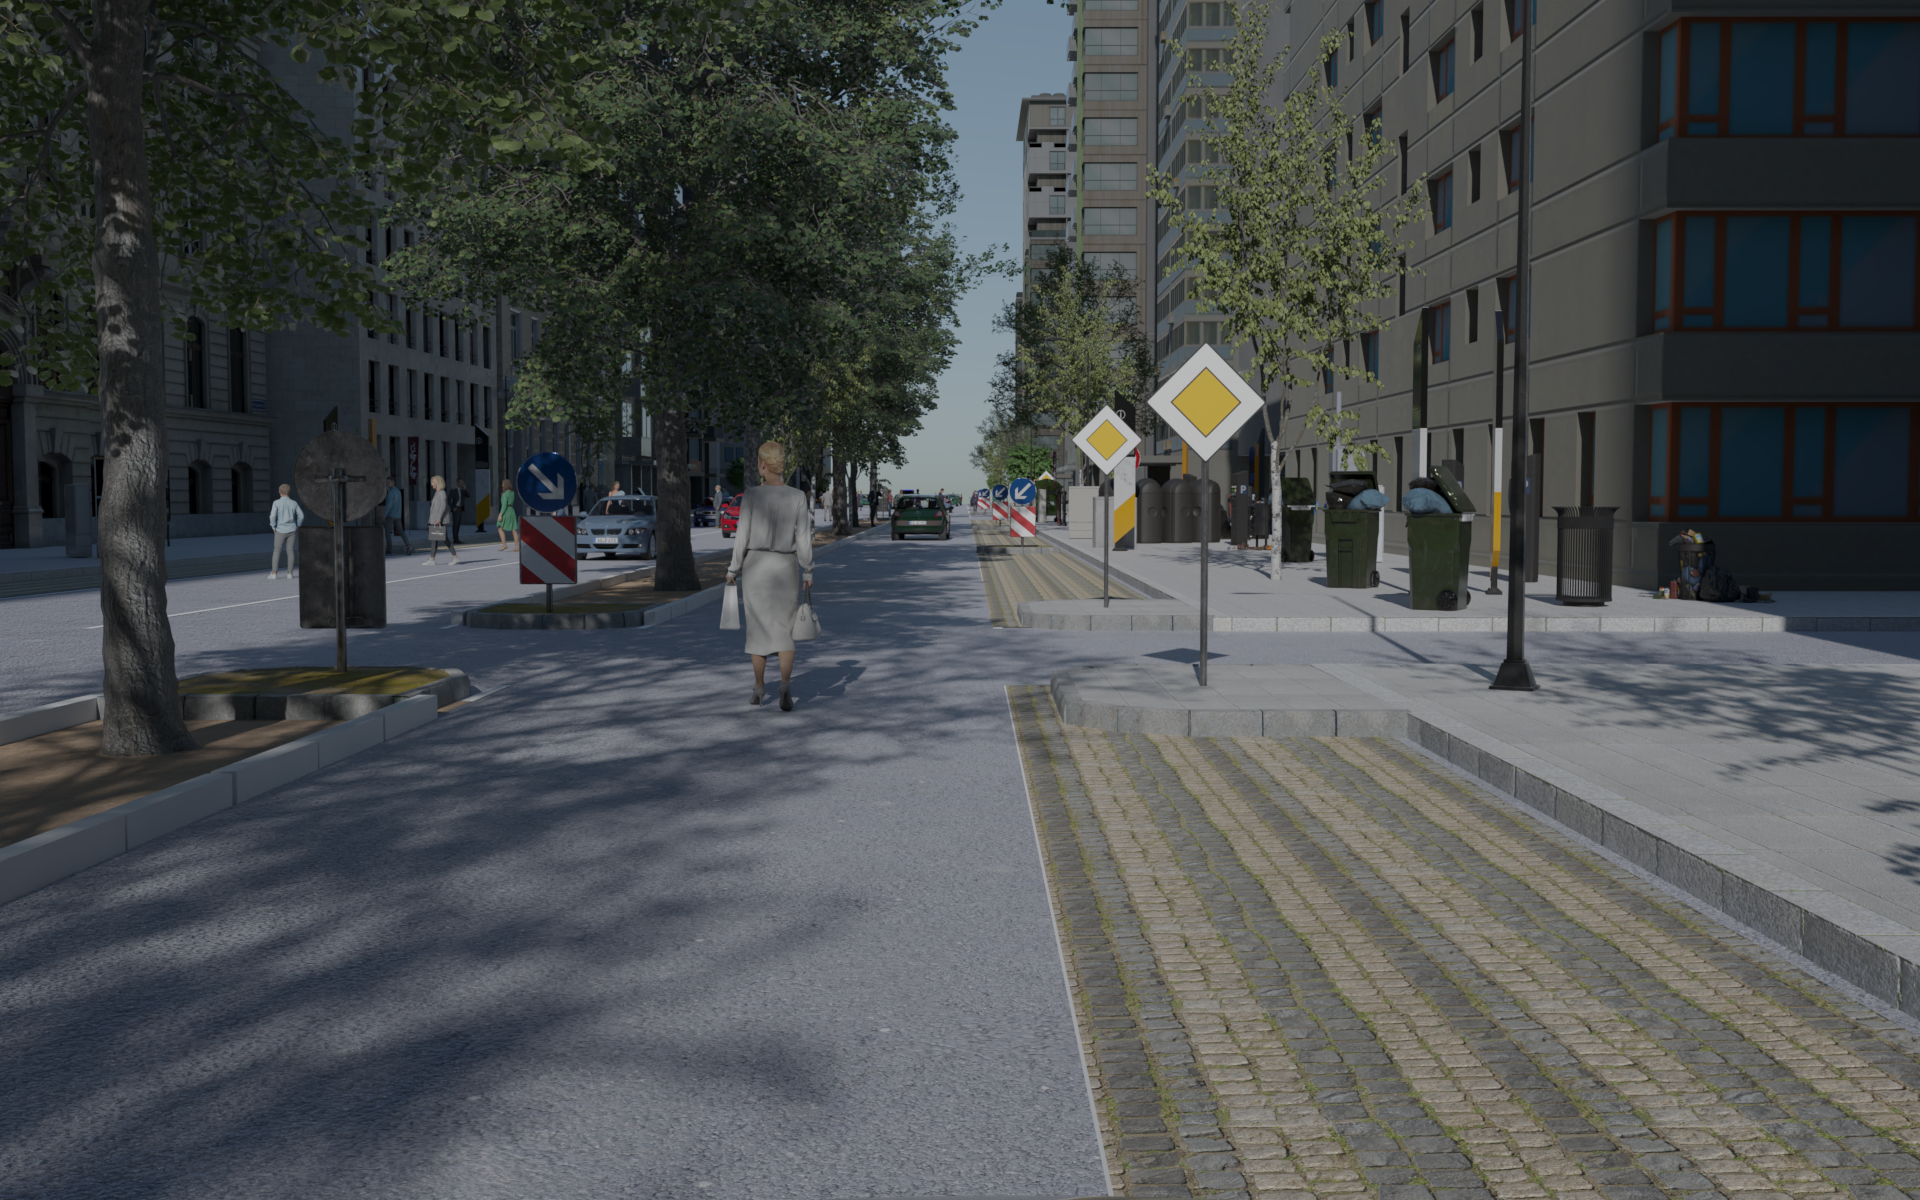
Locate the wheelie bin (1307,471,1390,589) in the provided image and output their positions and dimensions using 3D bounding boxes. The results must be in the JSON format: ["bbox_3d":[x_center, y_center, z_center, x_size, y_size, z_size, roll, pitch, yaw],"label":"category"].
[{"bbox_3d":[5.383,-0.965,23.679,0.980,1.594,0.693,2,4,31],"label":"wheelie bin"}]

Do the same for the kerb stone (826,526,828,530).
[{"bbox_3d":[-5.340,-2.771,67.525,0.120,0.150,1.000,0,4,0],"label":"kerb stone"}]

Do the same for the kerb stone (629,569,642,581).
[{"bbox_3d":[-5.446,-0.389,28.583,0.120,0.150,1.000,0,4,0],"label":"kerb stone"}]

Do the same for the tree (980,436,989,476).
[{"bbox_3d":[4.210,-13.059,163.871,4.737,8.622,4.395,0,3,0],"label":"tree"}]

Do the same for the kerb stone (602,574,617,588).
[{"bbox_3d":[-5.449,-0.263,26.524,0.120,0.150,1.000,0,4,0],"label":"kerb stone"}]

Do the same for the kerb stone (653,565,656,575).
[{"bbox_3d":[-5.441,-0.516,30.632,0.120,0.150,1.000,0,4,0],"label":"kerb stone"}]

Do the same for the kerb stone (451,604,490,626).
[{"bbox_3d":[-5.473,0.174,19.345,0.120,0.150,1.000,0,4,0],"label":"kerb stone"}]

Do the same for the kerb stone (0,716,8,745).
[{"bbox_3d":[-5.493,0.776,9.559,0.120,0.150,1.000,0,4,0],"label":"kerb stone"}]

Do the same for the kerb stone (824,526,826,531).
[{"bbox_3d":[-5.346,-2.707,66.495,0.120,0.150,1.000,0,4,0],"label":"kerb stone"}]

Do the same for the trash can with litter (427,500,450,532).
[{"bbox_3d":[-17.654,-2.888,58.610,0.624,1.170,1.055,0,4,-4],"label":"trash can with litter"}]

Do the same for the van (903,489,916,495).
[{"bbox_3d":[-6.755,-13.473,224.665,2.240,2.365,5.245,0,4,1],"label":"van"}]

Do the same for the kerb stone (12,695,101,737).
[{"bbox_3d":[-5.505,0.711,10.581,0.120,0.150,1.000,0,4,0],"label":"kerb stone"}]

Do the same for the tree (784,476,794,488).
[{"bbox_3d":[-16.228,-10.030,158.593,1.663,3.219,1.824,0,3,0],"label":"tree"}]

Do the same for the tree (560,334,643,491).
[{"bbox_3d":[-16.125,-7.670,75.772,4.737,8.622,4.395,0,3,0],"label":"tree"}]

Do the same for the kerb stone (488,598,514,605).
[{"bbox_3d":[-5.468,0.111,20.376,0.120,0.150,1.000,0,4,0],"label":"kerb stone"}]

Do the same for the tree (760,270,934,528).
[{"bbox_3d":[-4.605,-8.901,73.749,9.928,11.665,9.643,0,3,0],"label":"tree"}]

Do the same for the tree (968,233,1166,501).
[{"bbox_3d":[4.272,-7.829,62.420,7.601,10.594,8.767,0,4,6],"label":"tree"}]

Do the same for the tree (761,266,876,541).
[{"bbox_3d":[-4.470,-6.068,52.032,4.737,8.622,4.395,0,3,0],"label":"tree"}]

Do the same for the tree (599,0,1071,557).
[{"bbox_3d":[-3.445,-10.959,37.533,12.611,20.169,13.585,0,3,0],"label":"tree"}]

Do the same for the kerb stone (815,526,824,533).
[{"bbox_3d":[-5.347,-2.647,65.467,0.120,0.150,1.000,0,4,0],"label":"kerb stone"}]

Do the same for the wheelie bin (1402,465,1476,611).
[{"bbox_3d":[5.304,-0.693,19.237,0.693,1.594,0.980,2,4,30],"label":"wheelie bin"}]

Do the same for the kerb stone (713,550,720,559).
[{"bbox_3d":[-5.425,-0.954,37.801,0.120,0.150,1.000,0,4,0],"label":"kerb stone"}]

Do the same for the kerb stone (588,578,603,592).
[{"bbox_3d":[-5.461,-0.202,25.502,0.120,0.150,1.000,0,4,0],"label":"kerb stone"}]

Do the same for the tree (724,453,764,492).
[{"bbox_3d":[-16.766,-9.260,135.118,4.285,4.588,4.351,0,3,0],"label":"tree"}]

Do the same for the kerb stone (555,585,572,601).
[{"bbox_3d":[-5.463,-0.073,23.458,0.120,0.150,1.000,0,4,0],"label":"kerb stone"}]

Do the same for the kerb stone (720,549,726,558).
[{"bbox_3d":[-5.425,-1.004,38.824,0.120,0.150,1.000,0,4,0],"label":"kerb stone"}]

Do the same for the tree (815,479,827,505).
[{"bbox_3d":[-16.211,-12.873,205.080,1.663,3.219,1.824,0,3,0],"label":"tree"}]

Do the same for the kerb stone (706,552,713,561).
[{"bbox_3d":[-5.432,-0.892,36.779,0.120,0.150,1.000,0,4,0],"label":"kerb stone"}]

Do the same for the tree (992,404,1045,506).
[{"bbox_3d":[4.288,-11.087,131.632,4.360,8.622,3.978,0,3,0],"label":"tree"}]

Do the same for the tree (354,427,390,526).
[{"bbox_3d":[-17.363,-3.400,50.188,1.663,3.219,1.824,0,3,0],"label":"tree"}]

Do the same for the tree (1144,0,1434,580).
[{"bbox_3d":[4.712,-4.590,25.412,4.737,8.622,4.395,0,3,0],"label":"tree"}]

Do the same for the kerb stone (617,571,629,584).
[{"bbox_3d":[-5.461,-0.328,27.555,0.120,0.150,1.000,0,4,0],"label":"kerb stone"}]

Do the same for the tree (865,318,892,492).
[{"bbox_3d":[-4.226,-6.960,66.610,4.360,8.622,3.978,0,3,0],"label":"tree"}]

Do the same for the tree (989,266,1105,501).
[{"bbox_3d":[3.893,-6.426,55.434,4.737,8.622,4.395,0,3,0],"label":"tree"}]

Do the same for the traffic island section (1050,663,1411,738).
[{"bbox_3d":[1.648,0.653,11.601,2.009,0.180,2.903,0,4,0],"label":"traffic island section"}]

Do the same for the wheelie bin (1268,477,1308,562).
[{"bbox_3d":[6.259,-1.518,32.735,0.980,1.594,0.693,-1,4,-18],"label":"wheelie bin"}]

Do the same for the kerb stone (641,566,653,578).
[{"bbox_3d":[-5.446,-0.452,29.610,0.120,0.150,1.000,0,4,0],"label":"kerb stone"}]

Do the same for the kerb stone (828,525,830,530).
[{"bbox_3d":[-5.342,-2.835,68.547,0.120,0.150,1.000,0,4,0],"label":"kerb stone"}]

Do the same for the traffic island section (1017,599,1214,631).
[{"bbox_3d":[1.670,0.165,19.586,2.009,0.180,2.903,0,4,0],"label":"traffic island section"}]

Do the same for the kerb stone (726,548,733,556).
[{"bbox_3d":[-5.417,-1.079,39.845,0.120,0.150,1.000,0,4,0],"label":"kerb stone"}]

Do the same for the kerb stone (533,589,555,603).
[{"bbox_3d":[-5.463,-0.013,22.430,0.120,0.150,1.000,0,4,0],"label":"kerb stone"}]

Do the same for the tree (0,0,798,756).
[{"bbox_3d":[-4.420,-5.396,8.803,7.486,12.596,7.792,0,3,0],"label":"tree"}]

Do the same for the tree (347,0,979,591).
[{"bbox_3d":[-4.189,-7.098,25.161,9.857,13.997,8.962,0,3,0],"label":"tree"}]

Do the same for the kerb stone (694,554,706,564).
[{"bbox_3d":[-5.433,-0.829,35.755,0.120,0.150,1.000,0,4,0],"label":"kerb stone"}]

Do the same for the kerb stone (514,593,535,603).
[{"bbox_3d":[-5.473,0.049,21.398,0.120,0.150,1.000,0,4,0],"label":"kerb stone"}]

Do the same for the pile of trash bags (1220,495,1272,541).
[{"bbox_3d":[7.885,-2.418,49.287,1.912,1.369,3.447,0,4,5],"label":"pile of trash bags"}]

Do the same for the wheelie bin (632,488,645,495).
[{"bbox_3d":[-16.237,-4.874,87.597,0.693,1.594,0.980,0,4,1],"label":"wheelie bin"}]

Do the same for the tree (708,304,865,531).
[{"bbox_3d":[-4.757,-5.727,46.458,4.360,8.622,3.978,0,3,0],"label":"tree"}]

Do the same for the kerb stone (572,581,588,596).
[{"bbox_3d":[-5.466,-0.136,24.480,0.120,0.150,1.000,0,4,0],"label":"kerb stone"}]

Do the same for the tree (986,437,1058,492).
[{"bbox_3d":[3.974,-7.007,98.284,4.285,4.588,4.351,0,3,0],"label":"tree"}]

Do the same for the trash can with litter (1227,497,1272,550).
[{"bbox_3d":[6.931,-1.779,40.151,1.678,1.210,2.233,-1,4,-14],"label":"trash can with litter"}]
